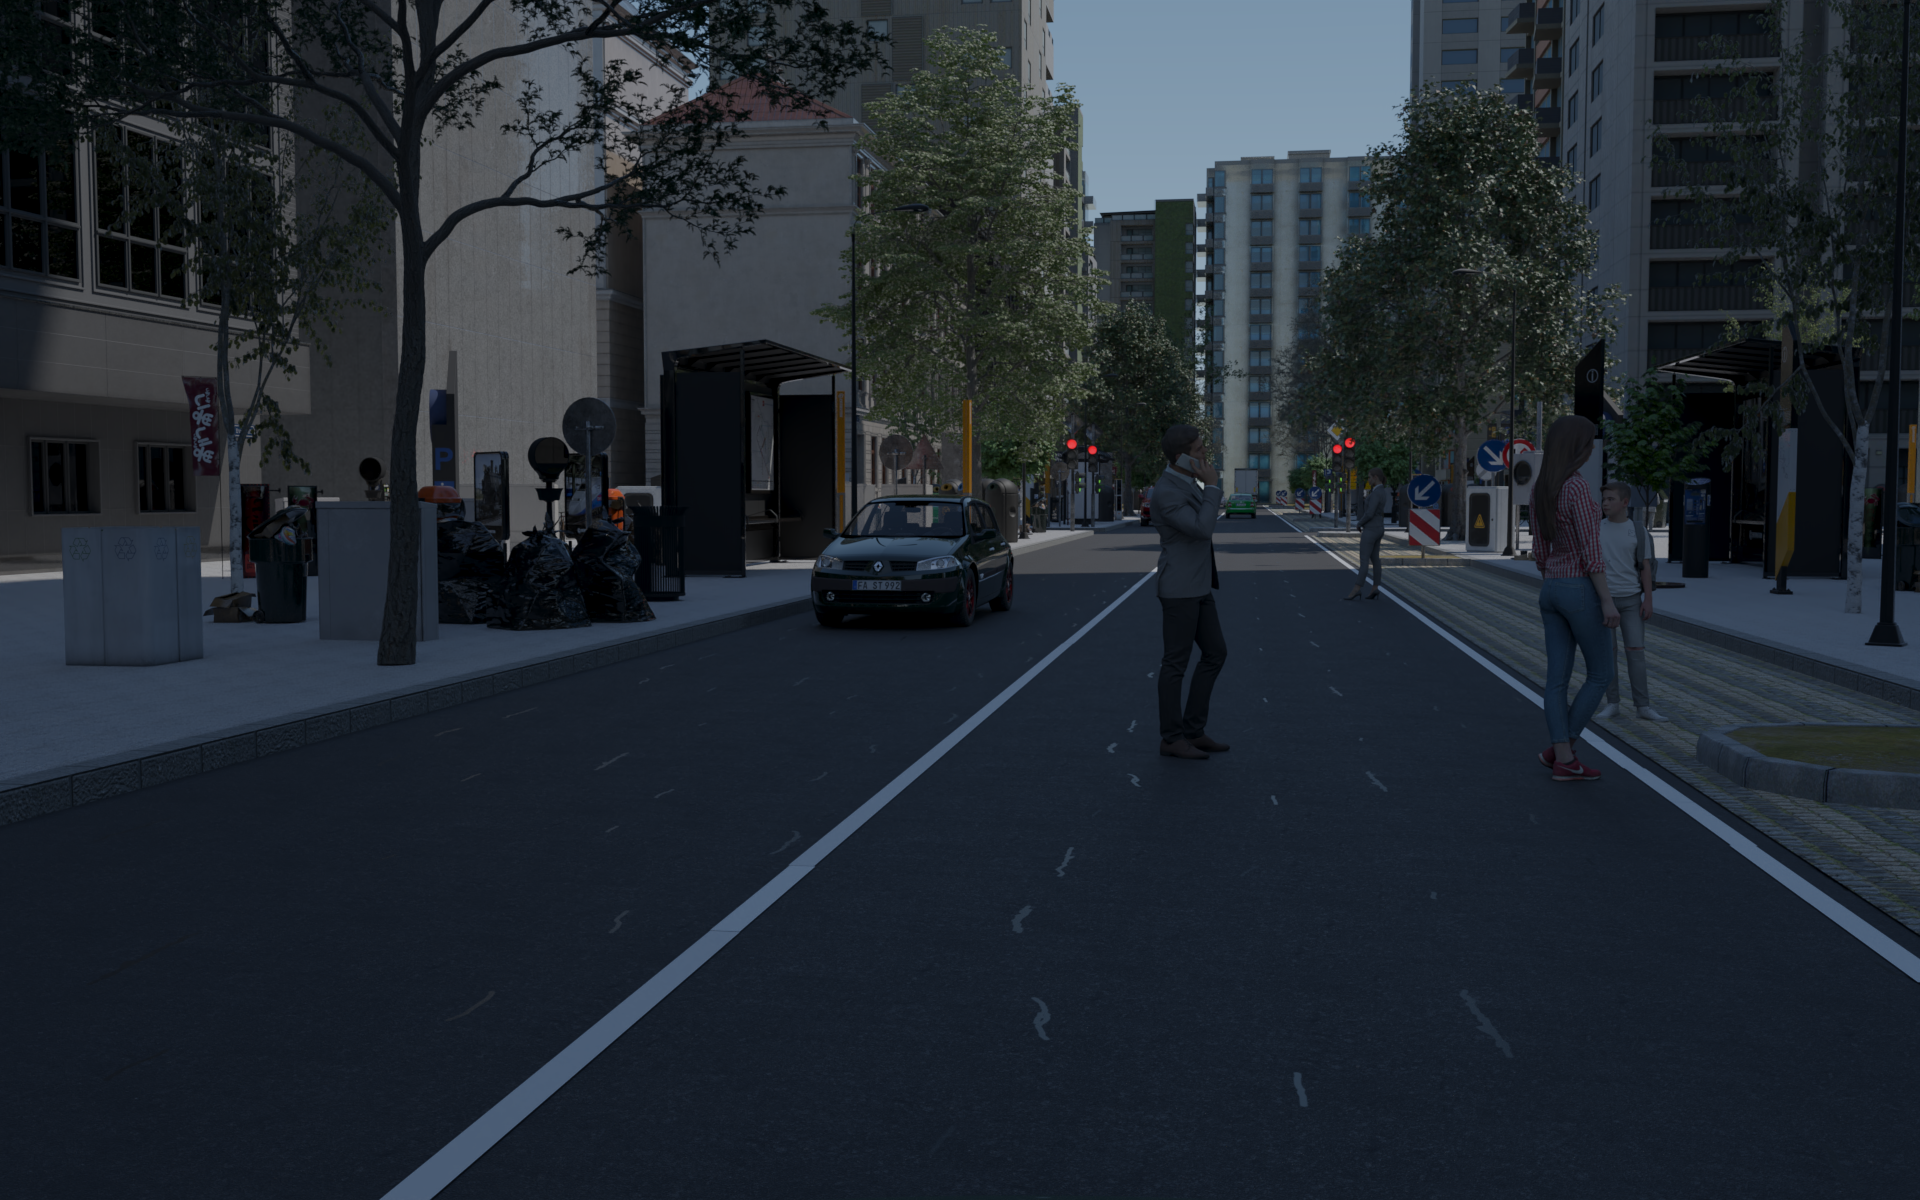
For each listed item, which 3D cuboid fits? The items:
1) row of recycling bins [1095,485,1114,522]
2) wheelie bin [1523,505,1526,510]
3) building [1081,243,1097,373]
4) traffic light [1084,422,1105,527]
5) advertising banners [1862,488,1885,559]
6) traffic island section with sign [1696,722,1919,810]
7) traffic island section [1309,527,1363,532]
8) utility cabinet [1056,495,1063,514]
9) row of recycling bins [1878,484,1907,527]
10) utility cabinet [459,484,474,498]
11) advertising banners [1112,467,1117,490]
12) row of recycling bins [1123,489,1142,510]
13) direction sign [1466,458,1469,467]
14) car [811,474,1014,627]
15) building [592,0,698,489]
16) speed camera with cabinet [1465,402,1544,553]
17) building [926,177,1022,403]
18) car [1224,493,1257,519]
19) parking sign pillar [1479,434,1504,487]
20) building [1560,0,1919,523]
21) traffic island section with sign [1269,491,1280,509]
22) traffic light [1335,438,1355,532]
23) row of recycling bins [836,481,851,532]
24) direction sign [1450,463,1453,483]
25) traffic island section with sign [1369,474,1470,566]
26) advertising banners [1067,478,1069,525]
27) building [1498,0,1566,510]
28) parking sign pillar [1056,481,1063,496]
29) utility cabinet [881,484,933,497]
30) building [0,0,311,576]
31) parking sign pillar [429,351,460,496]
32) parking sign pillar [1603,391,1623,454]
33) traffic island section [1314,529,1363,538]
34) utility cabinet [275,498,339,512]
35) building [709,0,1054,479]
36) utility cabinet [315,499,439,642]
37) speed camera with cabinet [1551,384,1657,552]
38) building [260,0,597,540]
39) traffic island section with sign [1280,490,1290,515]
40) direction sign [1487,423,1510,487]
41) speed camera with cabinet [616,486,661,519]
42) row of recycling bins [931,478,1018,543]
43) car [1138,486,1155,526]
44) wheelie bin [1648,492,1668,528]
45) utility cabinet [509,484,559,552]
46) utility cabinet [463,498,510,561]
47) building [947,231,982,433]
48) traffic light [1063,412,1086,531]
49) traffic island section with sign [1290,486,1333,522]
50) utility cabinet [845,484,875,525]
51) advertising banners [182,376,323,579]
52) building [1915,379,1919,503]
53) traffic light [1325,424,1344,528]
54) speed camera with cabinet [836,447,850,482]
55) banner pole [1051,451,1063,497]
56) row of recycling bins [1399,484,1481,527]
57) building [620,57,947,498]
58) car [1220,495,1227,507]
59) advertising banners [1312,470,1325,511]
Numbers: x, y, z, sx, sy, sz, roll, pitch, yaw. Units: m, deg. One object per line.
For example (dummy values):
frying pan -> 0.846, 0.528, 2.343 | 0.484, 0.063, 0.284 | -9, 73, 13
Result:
row of recycling bins -> 6.486, -4.564, 81.732 | 1.069, 1.692, 3.534 | -1, 4, -11
wheelie bin -> 33.896, -5.927, 104.810 | 0.980, 1.594, 0.693 | -1, 4, -9
building -> 8.649, -26.291, 201.561 | 14.107, 30.474, 14.160 | 1, 4, 9
traffic light -> 5.181, -4.787, 67.184 | 0.839, 4.253, 0.868 | 1, 4, 9
advertising banners -> 17.588, -2.360, 34.774 | 0.090, 3.025, 2.074 | -2, 4, -34
traffic island section with sign -> 4.852, 0.000, 8.635 | 1.989, 1.847, 2.006 | 1, 4, 9
traffic island section -> 14.309, -2.662, 65.808 | 2.009, 0.180, 2.903 | 1, 4, 9
utility cabinet -> 4.794, -4.358, 82.412 | 0.306, 1.237, 1.020 | 1, 4, 13
row of recycling bins -> 36.046, -3.769, 68.737 | 3.534, 1.692, 1.069 | 2, 4, 32
utility cabinet -> -10.496, -1.734, 37.037 | 1.173, 1.500, 0.318 | 2, 4, 29
advertising banners -> 8.918, -6.919, 109.314 | 2.074, 3.025, 0.090 | 1, 4, 16
row of recycling bins -> 14.614, -7.953, 137.136 | 3.534, 1.692, 1.069 | 1, 4, 22
direction sign -> 31.238, -7.063, 107.471 | 0.876, 3.537, 0.379 | -2, 4, -29
car -> -0.475, -0.629, 20.072 | 2.009, 1.686, 4.222 | 1, 4, 11
building -> -25.159, -18.568, 89.495 | 20.117, 28.700, 13.634 | 1, 4, 9
speed camera with cabinet -> 11.938, -2.653, 37.708 | 0.660, 3.252, 2.038 | -2, 4, -26
building -> -2.434, -18.367, 129.977 | 12.332, 23.373, 15.834 | 1, 4, 9
car -> 16.687, -5.757, 102.926 | 1.959, 1.807, 4.718 | 1, 4, 9
parking sign pillar -> 22.877, -5.266, 74.572 | 1.447, 3.967, 1.447 | -3, 5, -41
building -> 41.005, -39.318, 81.095 | 20.611, 71.187, 20.563 | 1, 4, 9
traffic island section with sign -> 30.953, -9.637, 166.198 | 1.989, 1.847, 2.006 | 1, 4, 9
traffic light -> 12.966, -4.214, 57.822 | 0.839, 4.253, 0.868 | 1, 4, 9
row of recycling bins -> -3.728, -2.869, 54.014 | 1.069, 1.692, 3.534 | 0, 4, 1
direction sign -> 35.841, -8.152, 125.288 | 0.379, 3.537, 0.876 | -3, 5, -42
traffic island section with sign -> 9.254, -1.627, 35.230 | 1.989, 1.847, 2.006 | 1, 4, 9
advertising banners -> 4.445, -4.596, 71.338 | 0.090, 3.025, 2.074 | 0, 4, 5
building -> 47.361, -27.965, 111.848 | 22.147, 44.769, 28.867 | 1, 4, 9
parking sign pillar -> 6.888, -7.583, 112.451 | 1.447, 3.967, 1.447 | 3, 4, 39
utility cabinet -> -1.174, -1.824, 38.501 | 1.173, 1.500, 0.318 | 2, 4, 31
building -> -21.103, -14.009, 22.547 | 14.314, 27.812, 24.014 | 1, 4, 9
parking sign pillar -> -9.495, -2.661, 31.976 | 1.447, 3.967, 1.447 | -1, 4, -13
parking sign pillar -> 14.909, -3.173, 40.344 | 1.447, 3.967, 1.447 | -1, 4, -9
traffic island section -> 13.004, -2.180, 57.930 | 2.009, 0.180, 2.903 | 1, 4, 9
utility cabinet -> -11.088, -1.119, 29.453 | 0.306, 1.237, 1.020 | 3, 5, 40
building -> -6.008, -34.808, 158.346 | 28.713, 52.752, 27.495 | 1, 4, 9
utility cabinet -> -5.128, -0.251, 15.269 | 1.020, 1.237, 0.306 | 1, 4, 13
speed camera with cabinet -> 11.454, -2.226, 30.727 | 2.038, 3.252, 0.660 | -2, 4, -27
building -> -21.345, -13.921, 45.630 | 19.932, 24.808, 12.078 | 1, 4, 9
traffic island section with sign -> 22.755, -6.608, 116.668 | 1.989, 1.847, 2.006 | 1, 4, 9
direction sign -> 17.191, -3.875, 55.360 | 0.876, 3.537, 0.379 | -1, 4, -22
speed camera with cabinet -> -6.388, -2.631, 37.357 | 2.038, 3.252, 0.660 | -1, 4, -13
row of recycling bins -> 0.490, -2.434, 46.916 | 1.069, 1.692, 3.534 | -2, 4, -28
car -> 9.225, -4.260, 78.316 | 2.281, 1.827, 5.304 | 0, 4, 8
wheelie bin -> 26.441, -3.536, 65.729 | 0.693, 1.594, 0.980 | 3, 4, 37
utility cabinet -> -9.305, -1.762, 37.481 | 1.173, 1.500, 0.318 | 0, 4, 2
utility cabinet -> -7.971, -1.065, 28.567 | 1.020, 1.237, 0.306 | 0, 3, 0
building -> -5.845, -16.833, 111.384 | 11.583, 22.565, 21.152 | 1, 4, 9
traffic light -> 3.875, -4.305, 59.306 | 0.839, 4.253, 0.868 | 1, 4, 9
traffic island section with sign -> 18.343, -4.982, 90.075 | 1.989, 1.847, 2.006 | 1, 4, 9
utility cabinet -> -2.229, -1.766, 37.555 | 0.318, 1.500, 1.173 | -2, 4, -31
advertising banners -> -10.730, -1.845, 26.355 | 2.074, 3.025, 0.090 | -3, 5, -42
building -> 33.203, -43.577, 25.160 | 22.319, 86.520, 31.000 | 1, 4, 9
traffic light -> 14.271, -4.696, 65.700 | 0.839, 4.253, 0.868 | 1, 4, 9
speed camera with cabinet -> -4.812, -4.754, 72.069 | 0.660, 3.252, 2.038 | -1, 4, -12
banner pole -> 4.921, -6.047, 88.887 | 0.863, 3.779, 0.401 | 2, 4, 34
row of recycling bins -> 18.780, -3.704, 67.674 | 3.534, 1.692, 1.069 | -1, 4, -15
building -> -8.345, -15.550, 90.397 | 11.583, 22.565, 21.152 | 1, 4, 9
car -> 29.224, -11.247, 196.250 | 2.083, 1.381, 4.827 | 0, 4, 8
advertising banners -> 26.186, -7.925, 125.768 | 0.090, 3.025, 2.074 | -2, 4, -25
